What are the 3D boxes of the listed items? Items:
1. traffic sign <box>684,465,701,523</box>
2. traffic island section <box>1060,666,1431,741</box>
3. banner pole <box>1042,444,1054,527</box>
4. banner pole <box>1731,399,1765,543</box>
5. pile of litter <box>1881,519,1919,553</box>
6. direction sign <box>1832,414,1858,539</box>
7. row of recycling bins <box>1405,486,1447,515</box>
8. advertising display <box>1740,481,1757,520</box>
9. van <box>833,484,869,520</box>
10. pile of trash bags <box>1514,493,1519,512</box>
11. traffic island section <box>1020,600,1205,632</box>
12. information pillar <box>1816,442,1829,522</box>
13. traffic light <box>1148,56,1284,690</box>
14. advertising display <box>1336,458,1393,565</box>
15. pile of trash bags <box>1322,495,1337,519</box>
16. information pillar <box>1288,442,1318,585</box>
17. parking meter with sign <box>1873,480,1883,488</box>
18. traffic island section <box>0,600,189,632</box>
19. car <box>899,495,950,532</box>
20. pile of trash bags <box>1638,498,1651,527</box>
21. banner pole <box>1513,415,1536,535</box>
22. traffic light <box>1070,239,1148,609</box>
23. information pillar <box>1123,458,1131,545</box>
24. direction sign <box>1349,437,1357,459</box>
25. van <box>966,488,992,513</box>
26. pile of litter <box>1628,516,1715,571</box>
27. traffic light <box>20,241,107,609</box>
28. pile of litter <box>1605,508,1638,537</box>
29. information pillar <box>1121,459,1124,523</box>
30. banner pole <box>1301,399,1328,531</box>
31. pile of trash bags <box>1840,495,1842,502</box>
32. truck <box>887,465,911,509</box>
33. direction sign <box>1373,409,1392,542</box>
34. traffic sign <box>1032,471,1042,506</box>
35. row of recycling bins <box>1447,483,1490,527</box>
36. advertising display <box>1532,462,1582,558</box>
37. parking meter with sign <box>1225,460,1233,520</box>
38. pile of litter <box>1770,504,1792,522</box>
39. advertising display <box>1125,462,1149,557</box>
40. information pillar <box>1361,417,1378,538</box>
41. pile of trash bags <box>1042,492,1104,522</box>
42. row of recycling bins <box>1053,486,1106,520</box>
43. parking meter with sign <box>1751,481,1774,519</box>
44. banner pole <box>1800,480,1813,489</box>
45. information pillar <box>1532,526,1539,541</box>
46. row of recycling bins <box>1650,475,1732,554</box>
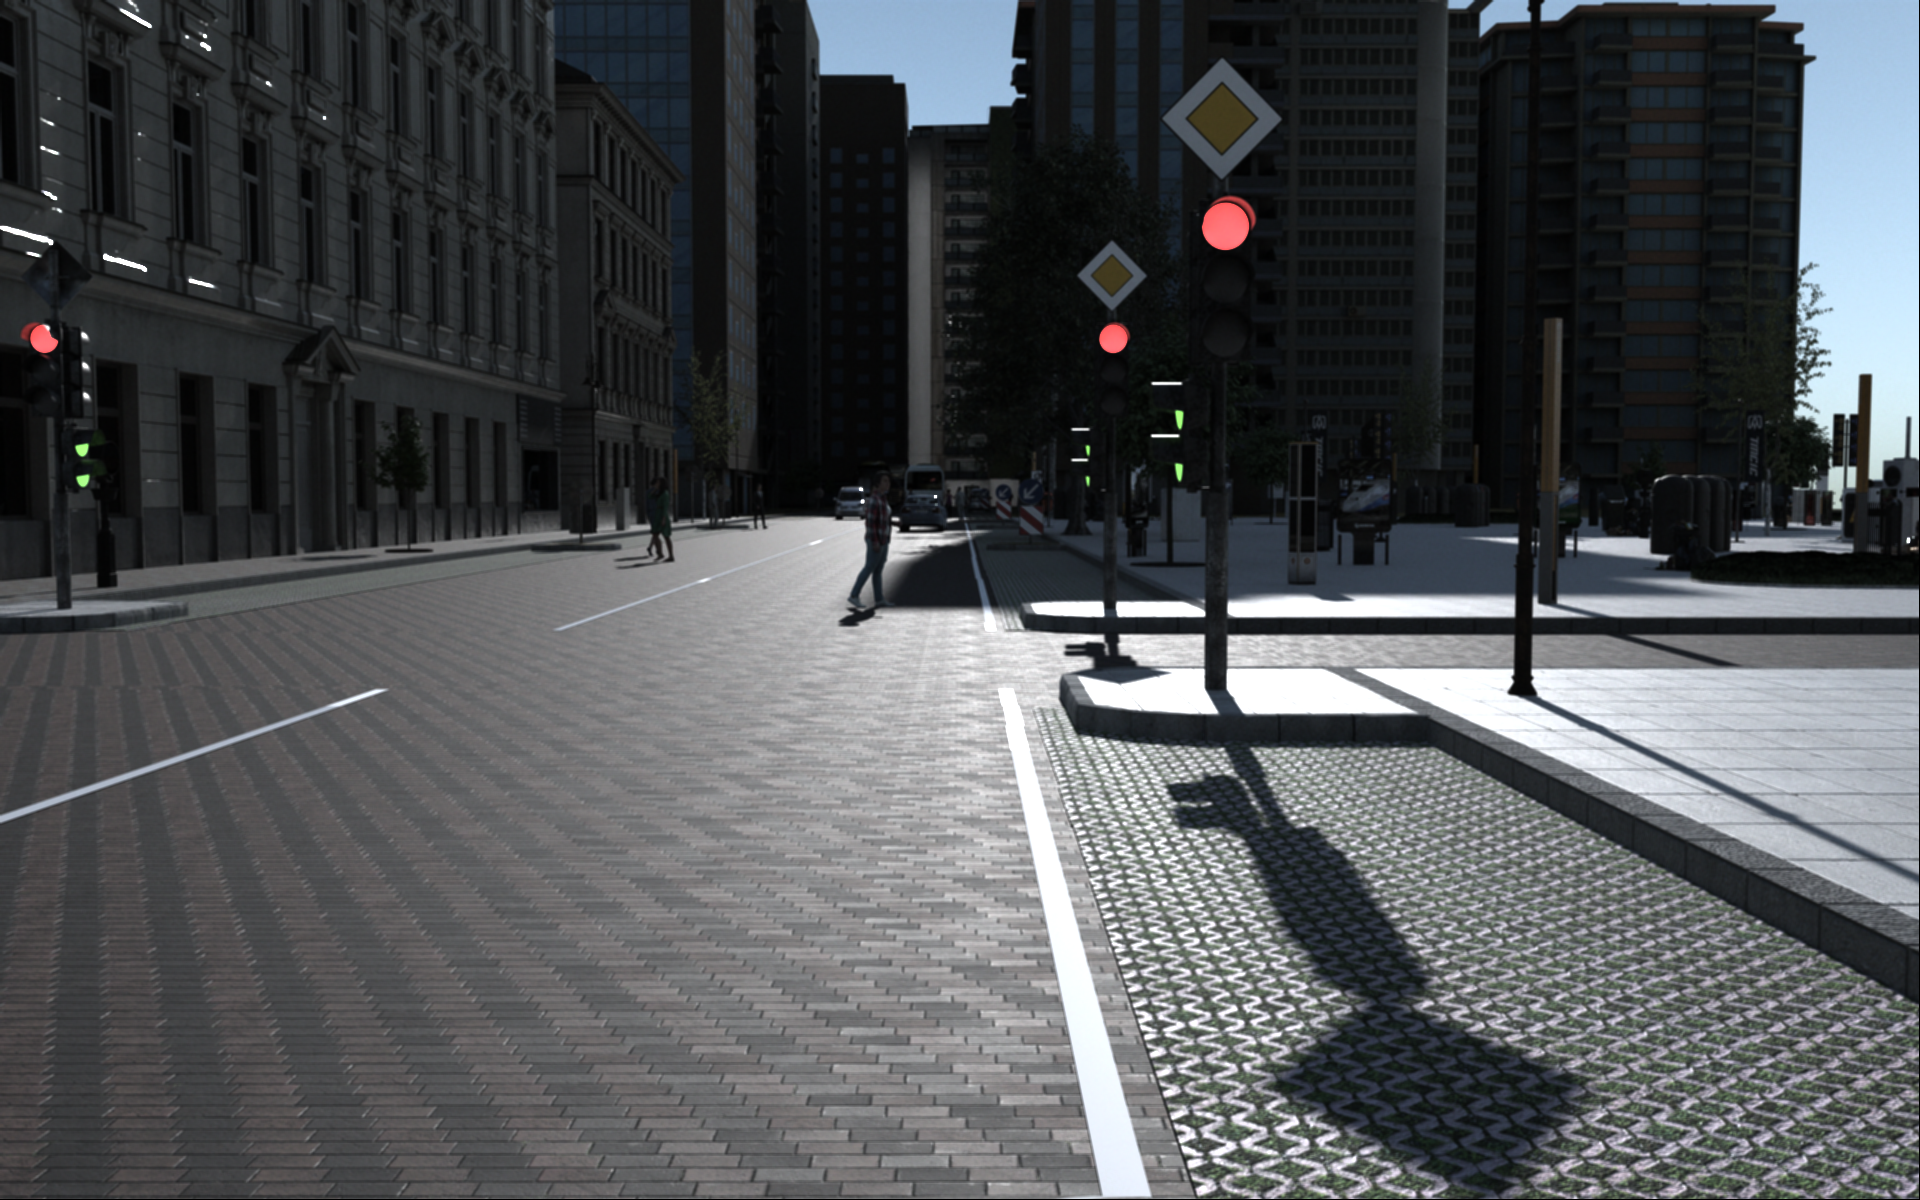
[{"bbox_3d":[-11.768,-4.645,76.058,0.768,2.556,0.104,0,4,7],"label":"traffic sign"},{"bbox_3d":[1.706,0.665,11.410,2.009,0.180,2.903,0,3,0],"label":"traffic island section"},{"bbox_3d":[3.349,-4.721,67.203,0.401,3.779,0.863,-1,4,-23],"label":"banner pole"},{"bbox_3d":[20.776,-3.405,45.685,0.401,3.779,0.863,-3,5,-43],"label":"banner pole"},{"bbox_3d":[20.436,-1.404,36.920,1.176,0.858,1.719,0,4,1],"label":"pile of litter"},{"bbox_3d":[25.104,-3.493,49.103,0.876,3.537,0.379,-1,4,-13],"label":"direction sign"},{"bbox_3d":[23.732,-4.876,86.833,3.534,1.692,1.069,-2,4,-35],"label":"row of recycling bins"},{"bbox_3d":[39.054,-4.935,85.904,0.123,1.923,0.974,-2,4,-31],"label":"advertising display"},{"bbox_3d":[-6.184,-5.607,98.687,2.013,2.044,4.112,0,4,-1],"label":"van"},{"bbox_3d":[29.704,-4.925,90.268,1.912,1.369,3.447,2,4,35],"label":"pile of trash bags"},{"bbox_3d":[1.701,0.176,19.395,2.009,0.180,2.903,0,3,0],"label":"traffic island section"},{"bbox_3d":[38.936,-5.310,78.178,0.504,3.616,0.183,1,4,14],"label":"information pillar"},{"bbox_3d":[1.666,-1.369,11.296,0.839,4.253,0.868,0,3,0],"label":"traffic light"},{"bbox_3d":[7.322,-1.601,31.384,0.974,1.923,0.123,0,4,3],"label":"advertising display"},{"bbox_3d":[19.082,-4.862,89.241,1.912,1.369,3.447,-3,5,-40],"label":"pile of trash bags"},{"bbox_3d":[4.863,-1.228,24.577,0.304,2.012,0.304,-1,4,-18],"label":"information pillar"},{"bbox_3d":[48.859,-5.850,91.905,1.738,3.016,0.543,2,4,33],"label":"parking meter with sign"},{"bbox_3d":[-10.041,0.177,19.393,2.009,0.180,2.903,0,3,0],"label":"traffic island section"},{"bbox_3d":[-1.418,-3.400,67.597,2.014,1.417,4.499,0,4,1],"label":"car"},{"bbox_3d":[27.687,-3.517,67.251,1.912,1.369,3.447,0,4,0],"label":"pile of trash bags"},{"bbox_3d":[17.765,-3.934,54.332,0.863,3.779,0.401,-2,4,-28],"label":"banner pole"},{"bbox_3d":[1.661,-1.857,19.281,0.839,4.253,0.868,0,3,0],"label":"traffic light"},{"bbox_3d":[4.425,-3.210,43.843,0.183,3.616,0.504,-2,4,-27],"label":"information pillar"},{"bbox_3d":[15.621,-4.703,68.895,0.379,3.537,0.876,2,4,33],"label":"direction sign"},{"bbox_3d":[1.414,-7.500,129.637,2.013,2.044,4.112,0,4,-1],"label":"van"},{"bbox_3d":[12.345,-0.927,29.123,1.176,0.858,1.719,-1,4,-16],"label":"pile of litter"},{"bbox_3d":[-10.001,-1.855,19.258,0.839,4.253,0.868,0,3,0],"label":"traffic light"},{"bbox_3d":[20.318,-2.396,53.134,1.719,0.858,1.176,-3,4,-37],"label":"pile of litter"},{"bbox_3d":[7.261,-5.218,76.667,0.183,3.616,0.504,0,4,3],"label":"information pillar"},{"bbox_3d":[9.315,-3.405,45.683,0.863,3.779,0.401,-1,4,-11],"label":"banner pole"},{"bbox_3d":[34.555,-3.402,65.370,1.912,1.369,3.447,3,4,36],"label":"pile of trash bags"},{"bbox_3d":[-6.076,-10.868,166.604,2.839,4.237,11.283,0,4,2],"label":"truck"},{"bbox_3d":[11.274,-3.320,46.286,0.379,3.537,0.876,3,5,44],"label":"direction sign"},{"bbox_3d":[3.422,-4.514,75.934,0.606,2.300,0.079,1,4,9],"label":"traffic sign"},{"bbox_3d":[20.188,-3.744,68.325,1.069,1.692,3.534,2,4,26],"label":"row of recycling bins"},{"bbox_3d":[12.049,-1.821,34.984,0.974,1.923,0.123,0,4,-7],"label":"advertising display"},{"bbox_3d":[13.444,-5.571,87.345,0.543,3.016,1.738,0,4,-2],"label":"parking meter with sign"},{"bbox_3d":[37.670,-3.975,78.962,1.176,0.858,1.719,0,4,2],"label":"pile of litter"},{"bbox_3d":[3.625,-1.849,35.441,0.123,1.923,0.974,2,4,28],"label":"advertising display"},{"bbox_3d":[11.999,-3.634,50.770,0.504,3.616,0.183,2,4,34],"label":"information pillar"},{"bbox_3d":[5.505,-4.396,81.630,3.447,1.369,1.912,1,4,11],"label":"pile of trash bags"},{"bbox_3d":[6.165,-4.887,87.016,3.534,1.692,1.069,3,5,40],"label":"row of recycling bins"},{"bbox_3d":[41.177,-5.708,89.583,1.738,3.016,0.543,3,4,39],"label":"parking meter with sign"},{"bbox_3d":[45.060,-6.241,92.051,0.401,3.779,0.863,-3,4,-38],"label":"banner pole"},{"bbox_3d":[15.560,-2.602,47.033,0.304,2.012,0.304,2,4,32],"label":"information pillar"},{"bbox_3d":[16.189,-1.901,38.194,1.069,1.692,3.534,3,5,40],"label":"row of recycling bins"}]
